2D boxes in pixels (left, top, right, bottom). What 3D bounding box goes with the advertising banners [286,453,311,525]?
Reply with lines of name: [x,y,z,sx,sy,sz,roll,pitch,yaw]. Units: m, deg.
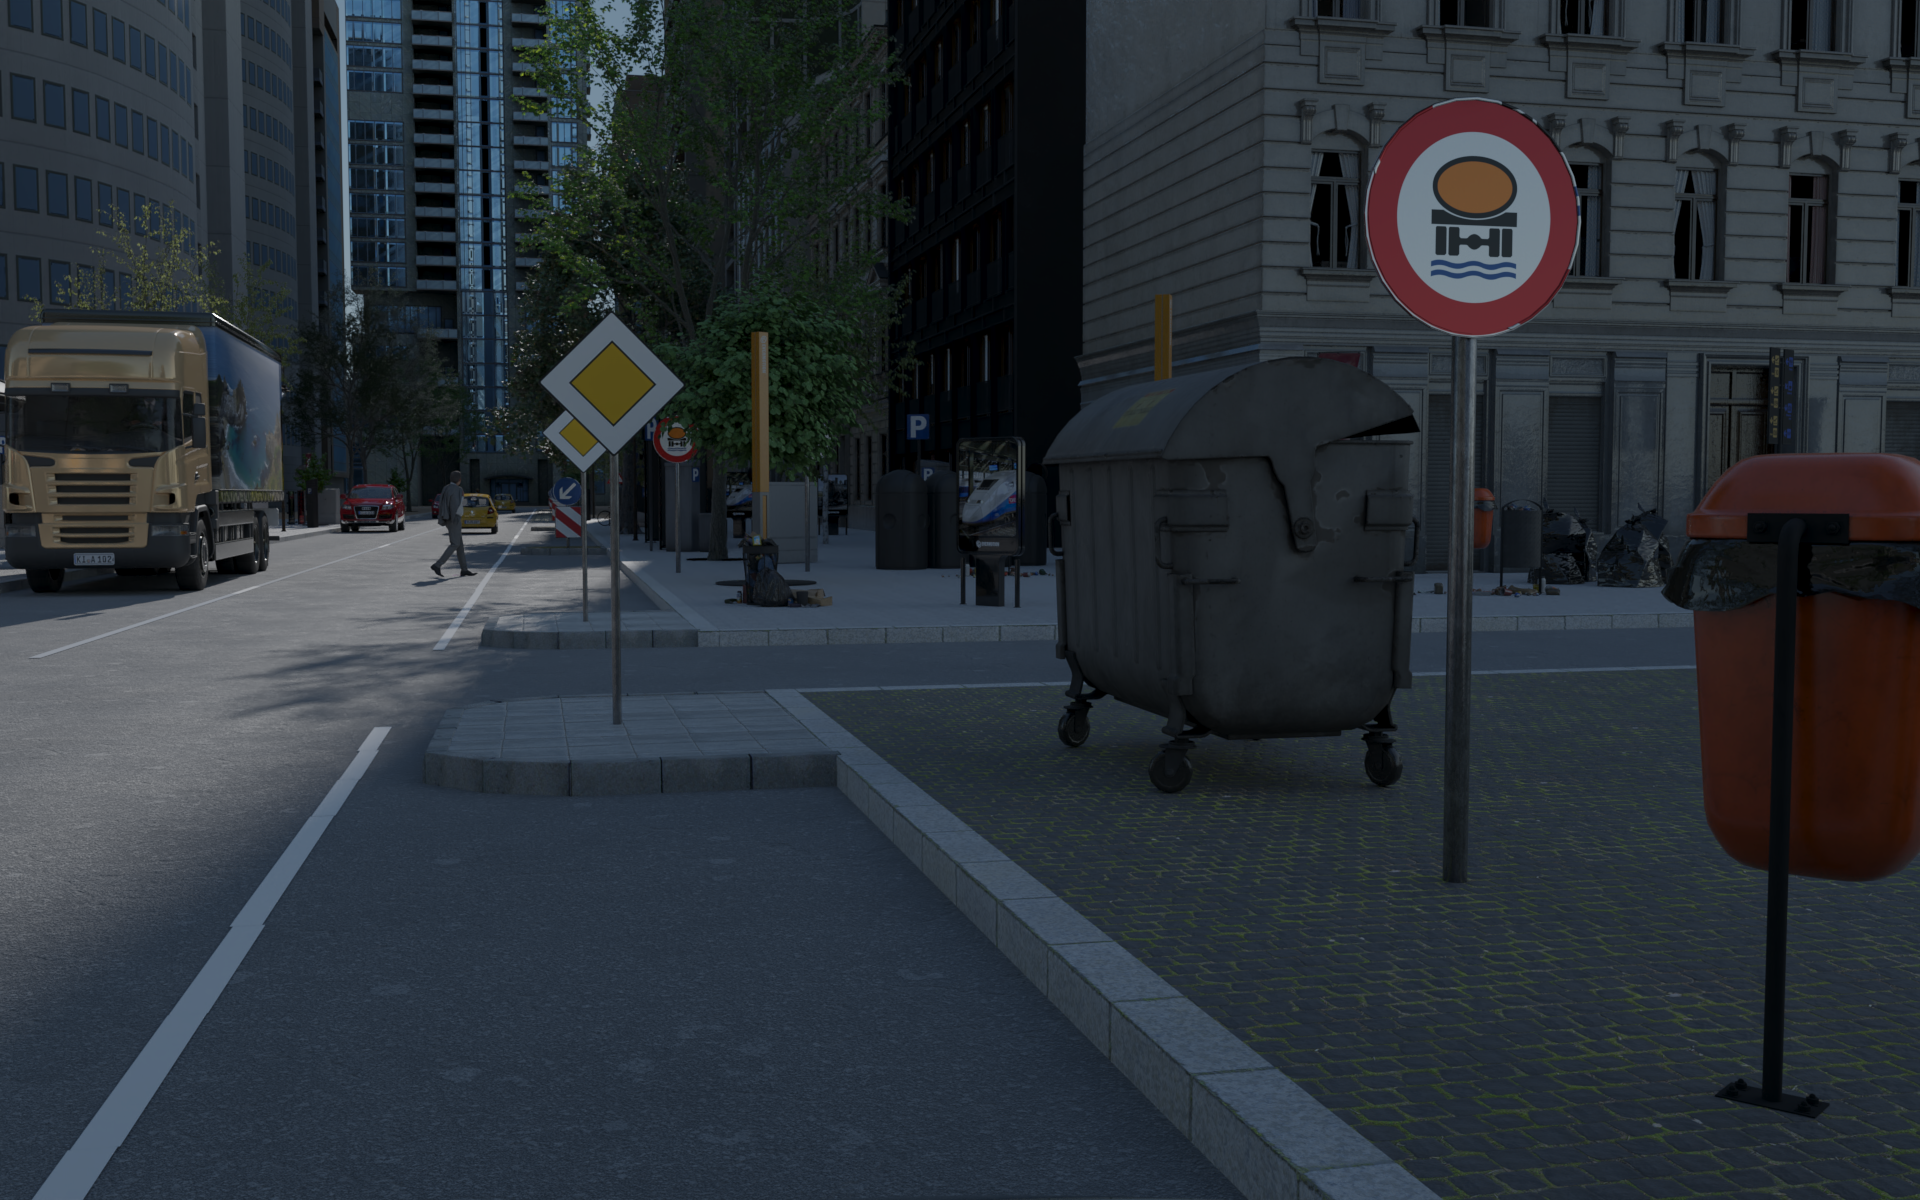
advertising banners: [-27.917,-4.714,73.270,0.090,3.025,2.074,1,4,9]

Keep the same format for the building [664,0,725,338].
building: [-11.511,-31.299,135.440,21.300,48.544,21.600,-1,4,-13]

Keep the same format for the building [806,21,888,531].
building: [0.150,-12.337,66.342,10.561,19.102,19.286,-1,4,-13]

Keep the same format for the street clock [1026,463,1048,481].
street clock: [1.800,-2.203,40.584,0.471,2.002,0.358,1,4,19]

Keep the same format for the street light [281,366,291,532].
street light: [-23.115,-5.274,59.025,0.468,5.910,1.993,-1,4,-13]

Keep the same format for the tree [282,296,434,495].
tree: [-28.316,-8.968,81.047,7.601,10.594,8.767,-2,4,-33]

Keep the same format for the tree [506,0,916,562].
tree: [-4.682,-6.552,32.877,9.928,11.665,9.643,0,3,0]

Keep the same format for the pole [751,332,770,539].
pole: [-2.524,-1.717,21.922,0.158,3.312,0.155,0,3,0]

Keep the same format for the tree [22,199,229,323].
tree: [-20.229,-5.643,42.629,4.360,8.622,3.978,0,3,0]

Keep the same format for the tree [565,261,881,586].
tree: [-2.680,-2.497,24.542,4.285,4.588,4.351,0,3,0]

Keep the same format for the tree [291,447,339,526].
tree: [-26.343,-4.646,70.563,1.663,3.219,1.824,0,3,0]

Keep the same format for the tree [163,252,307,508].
tree: [-21.686,-6.209,51.886,4.737,8.622,4.395,0,3,0]

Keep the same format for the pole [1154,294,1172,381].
pole: [2.083,-1.466,17.814,0.158,3.312,0.155,0,3,0]

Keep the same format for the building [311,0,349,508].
building: [-59.161,-30.153,143.106,14.200,45.320,14.600,-1,4,-13]

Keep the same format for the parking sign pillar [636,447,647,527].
parking sign pillar: [-12.174,-4.825,67.358,1.447,3.967,1.447,0,4,-4]

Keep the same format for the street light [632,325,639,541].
street light: [-8.933,-4.570,47.514,0.468,5.910,1.993,-1,4,-13]

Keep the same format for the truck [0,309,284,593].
truck: [-13.231,-2.434,28.706,2.839,4.237,11.283,-1,4,-14]

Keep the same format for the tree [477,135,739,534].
tree: [-10.535,-8.456,55.266,9.611,12.733,9.660,0,3,0]

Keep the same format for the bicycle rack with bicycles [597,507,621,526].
bicycle rack with bicycles: [-13.176,-3.502,70.640,2.925,0.926,2.852,0,4,-4]

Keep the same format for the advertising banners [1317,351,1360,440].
advertising banners: [3.887,-1.546,21.469,2.074,3.025,0.090,0,4,8]

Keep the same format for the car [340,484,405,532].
car: [-22.529,-3.539,66.538,2.281,1.827,5.304,-1,4,-13]

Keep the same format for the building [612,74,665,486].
building: [-30.401,-32.999,189.647,14.200,45.320,14.600,-1,4,-13]

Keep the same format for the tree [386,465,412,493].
tree: [-36.539,-7.187,112.112,1.663,3.219,1.824,0,3,0]

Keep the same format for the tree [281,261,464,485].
tree: [-31.635,-11.099,91.841,12.009,13.543,11.850,0,3,0]

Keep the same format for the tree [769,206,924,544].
tree: [-3.276,-5.756,44.478,4.737,8.622,4.395,0,3,0]

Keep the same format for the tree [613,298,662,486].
tree: [-11.862,-6.965,64.248,4.737,8.622,4.395,0,3,0]

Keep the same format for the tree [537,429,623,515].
tree: [-22.938,-11.623,108.169,7.486,12.596,7.792,0,3,0]

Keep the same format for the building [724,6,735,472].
building: [-6.515,-41.314,113.729,20.563,71.187,20.611,-1,4,-13]

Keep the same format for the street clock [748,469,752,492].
street clock: [-4.802,-2.247,41.312,0.471,2.002,0.358,-2,4,-35]

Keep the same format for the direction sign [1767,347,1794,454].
direction sign: [12.782,-2.143,27.038,0.876,3.537,0.379,-3,5,-43]

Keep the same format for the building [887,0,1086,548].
building: [5.486,-13.443,49.463,12.332,23.373,15.834,-1,4,-13]

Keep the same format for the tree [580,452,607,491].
tree: [-34.425,-12.746,158.764,4.360,8.622,3.978,0,3,0]

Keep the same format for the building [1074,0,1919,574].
building: [12.218,-11.249,33.067,18.267,20.994,9.793,-1,4,-13]

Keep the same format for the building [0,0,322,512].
building: [-58.058,-35.420,121.113,21.231,58.520,28.212,-1,4,-13]

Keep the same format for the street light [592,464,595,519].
street light: [-19.187,-7.202,90.547,0.468,5.910,1.993,-1,4,-13]

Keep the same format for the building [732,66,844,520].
building: [-5.275,-14.419,84.897,9.793,20.994,18.267,-1,4,-13]

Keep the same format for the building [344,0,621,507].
building: [-53.319,-53.480,187.064,31.000,86.520,22.319,-1,4,-13]
